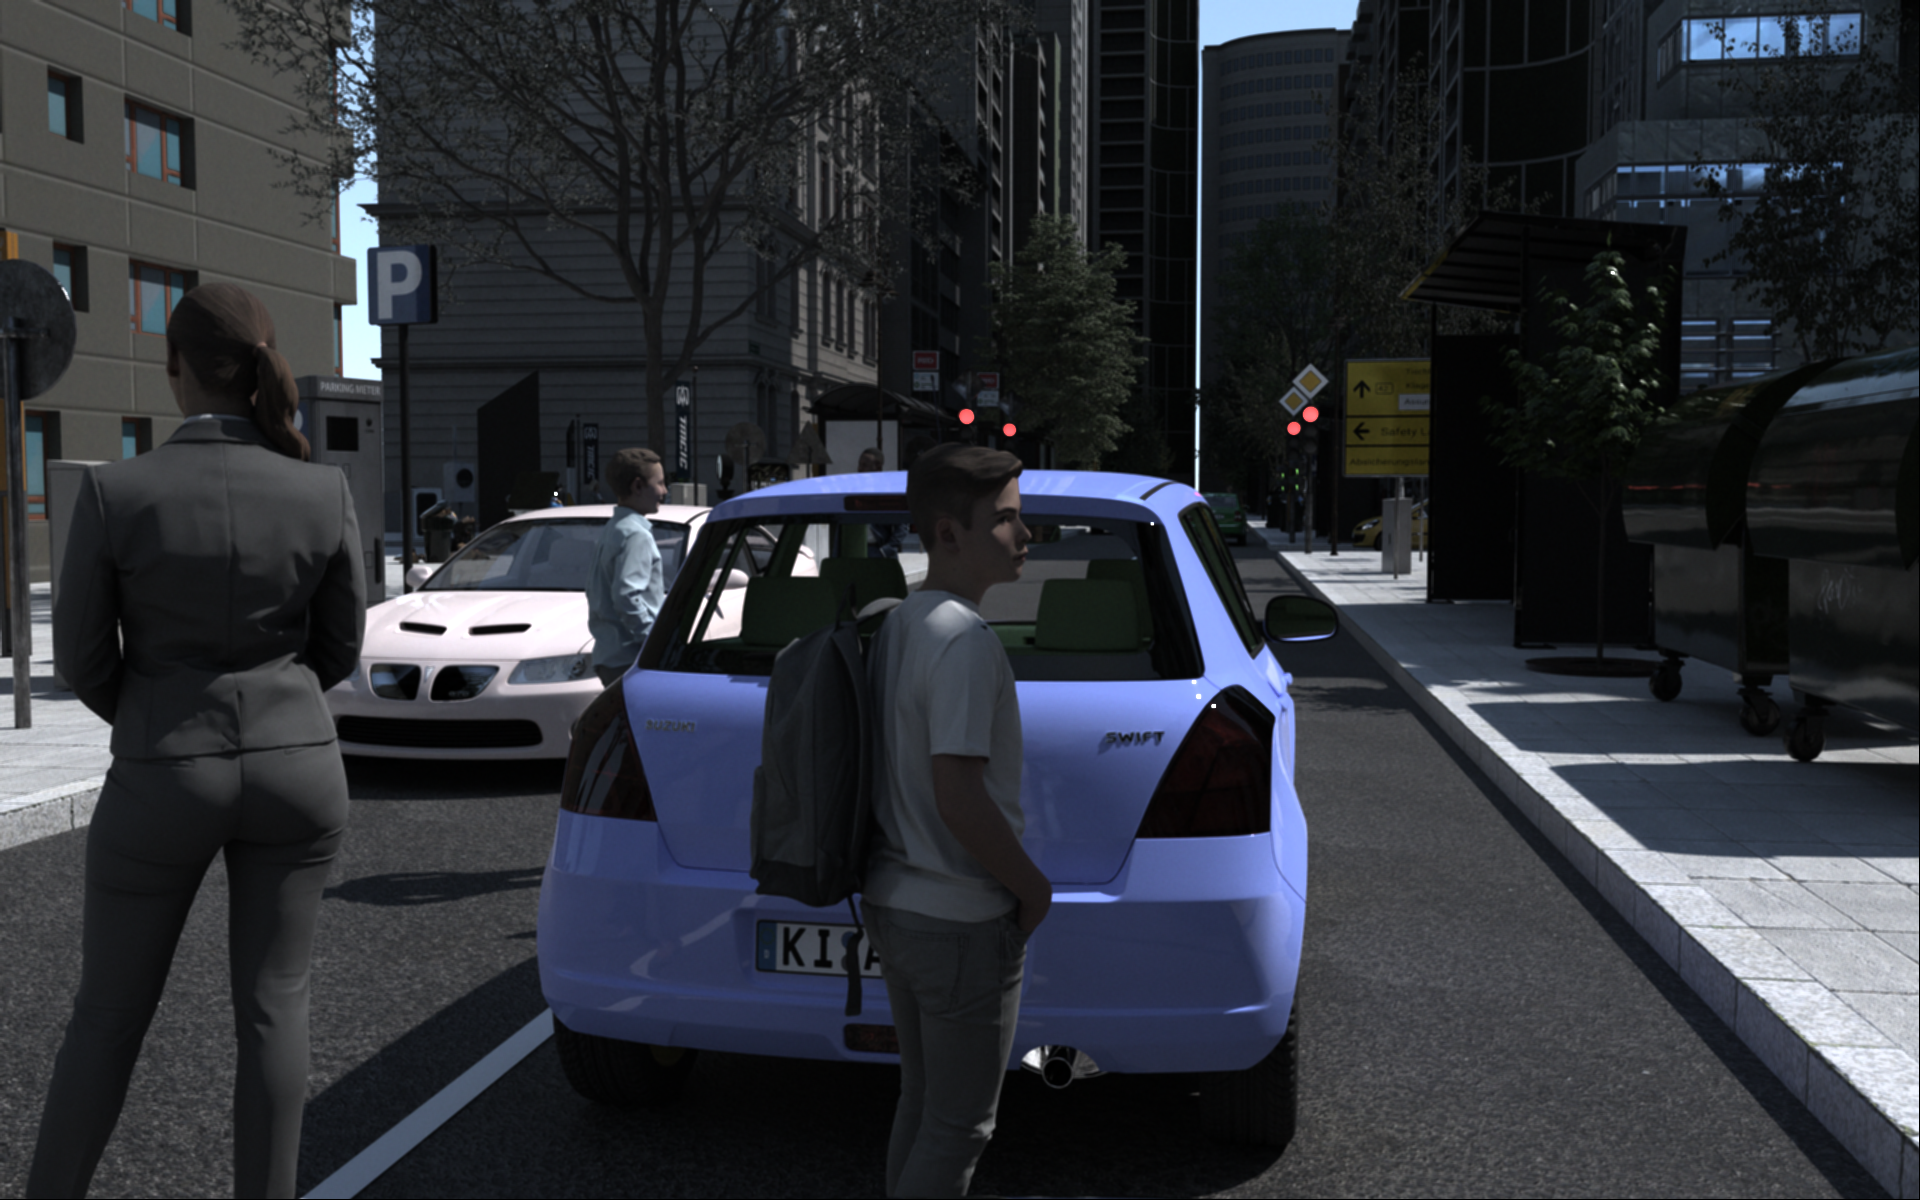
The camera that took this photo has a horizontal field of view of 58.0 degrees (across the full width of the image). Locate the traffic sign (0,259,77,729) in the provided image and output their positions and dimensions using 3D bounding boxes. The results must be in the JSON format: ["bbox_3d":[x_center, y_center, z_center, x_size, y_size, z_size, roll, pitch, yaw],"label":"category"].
[{"bbox_3d":[-5.136,-0.569,9.417,0.768,2.556,0.104,1,4,14],"label":"traffic sign"}]

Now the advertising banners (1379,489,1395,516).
[{"bbox_3d":[12.560,-3.374,51.354,0.090,3.025,2.074,3,5,44],"label":"advertising banners"}]

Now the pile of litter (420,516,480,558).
[{"bbox_3d":[-9.905,-1.231,34.096,1.719,0.858,1.176,3,5,43],"label":"pile of litter"}]

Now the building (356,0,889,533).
[{"bbox_3d":[-11.250,-17.099,66.955,14.401,28.519,23.554,1,4,8],"label":"building"}]

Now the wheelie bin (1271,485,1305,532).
[{"bbox_3d":[11.190,-3.085,58.348,0.980,1.594,0.693,3,4,38],"label":"wheelie bin"}]

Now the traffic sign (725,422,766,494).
[{"bbox_3d":[-3.796,-1.866,30.615,0.768,2.556,0.104,1,4,12],"label":"traffic sign"}]

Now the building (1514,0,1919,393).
[{"bbox_3d":[35.937,-45.644,58.946,31.000,86.520,22.319,1,4,8],"label":"building"}]

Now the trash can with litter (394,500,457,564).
[{"bbox_3d":[-9.902,-1.265,32.076,1.055,1.170,0.624,-2,4,-35],"label":"trash can with litter"}]

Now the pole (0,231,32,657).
[{"bbox_3d":[-7.451,-1.207,13.581,0.158,3.312,0.155,0,3,0],"label":"pole"}]

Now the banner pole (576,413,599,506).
[{"bbox_3d":[-11.604,-3.899,53.764,0.863,3.779,0.401,-2,4,-26],"label":"banner pole"}]

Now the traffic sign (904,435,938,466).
[{"bbox_3d":[-0.835,-2.278,37.355,0.768,2.556,0.104,1,4,13],"label":"traffic sign"}]

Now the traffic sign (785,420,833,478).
[{"bbox_3d":[-2.680,-1.872,30.605,0.884,2.594,0.081,1,4,12],"label":"traffic sign"}]

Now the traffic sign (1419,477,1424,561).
[{"bbox_3d":[8.773,-1.882,32.894,0.606,2.300,0.079,1,4,13],"label":"traffic sign"}]

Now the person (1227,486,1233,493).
[{"bbox_3d":[9.944,-3.350,63.944,0.731,1.740,0.598,3,5,41],"label":"person"}]

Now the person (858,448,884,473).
[{"bbox_3d":[-0.769,-0.320,13.923,0.721,1.800,0.419,1,4,18],"label":"person"}]

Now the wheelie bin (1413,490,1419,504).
[{"bbox_3d":[22.432,-4.782,86.095,0.693,1.594,0.980,1,4,10],"label":"wheelie bin"}]

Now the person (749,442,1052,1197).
[{"bbox_3d":[-0.045,0.509,2.781,0.503,1.515,0.523,3,4,38],"label":"person"}]

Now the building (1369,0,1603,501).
[{"bbox_3d":[40.058,-42.203,128.272,20.563,71.187,20.611,1,4,8],"label":"building"}]

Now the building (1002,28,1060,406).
[{"bbox_3d":[0.999,-28.508,149.694,14.154,41.232,14.086,1,4,8],"label":"building"}]

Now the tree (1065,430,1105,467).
[{"bbox_3d":[7.806,-10.137,116.105,4.360,8.622,3.978,0,3,0],"label":"tree"}]

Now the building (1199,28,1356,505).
[{"bbox_3d":[44.489,-41.366,218.332,28.212,58.520,21.231,1,4,8],"label":"building"}]

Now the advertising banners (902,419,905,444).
[{"bbox_3d":[-2.055,-2.580,38.371,2.074,3.025,0.090,2,4,34],"label":"advertising banners"}]

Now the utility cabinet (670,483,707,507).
[{"bbox_3d":[-5.635,-1.677,36.097,0.318,1.500,1.173,1,4,15],"label":"utility cabinet"}]

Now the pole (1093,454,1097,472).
[{"bbox_3d":[6.096,-5.169,78.355,0.158,3.312,0.155,0,3,0],"label":"pole"}]

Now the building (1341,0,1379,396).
[{"bbox_3d":[45.928,-32.675,153.845,23.786,49.044,30.456,1,4,8],"label":"building"}]

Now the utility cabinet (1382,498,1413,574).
[{"bbox_3d":[7.082,-1.037,28.122,0.306,1.237,1.020,0,4,3],"label":"utility cabinet"}]

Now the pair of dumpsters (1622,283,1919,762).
[{"bbox_3d":[4.610,-0.374,8.607,1.574,2.255,4.437,1,4,8],"label":"pair of dumpsters"}]

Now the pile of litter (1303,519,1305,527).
[{"bbox_3d":[13.183,-3.254,67.168,1.719,0.858,1.176,0,4,1],"label":"pile of litter"}]

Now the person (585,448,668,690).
[{"bbox_3d":[-1.226,0.233,6.505,0.330,1.601,0.589,-1,4,-15],"label":"person"}]

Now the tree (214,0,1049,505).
[{"bbox_3d":[-3.767,-6.806,21.652,12.009,13.543,11.850,0,3,0],"label":"tree"}]

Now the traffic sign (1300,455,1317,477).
[{"bbox_3d":[10.264,-3.102,50.824,0.768,2.556,0.104,1,4,13],"label":"traffic sign"}]

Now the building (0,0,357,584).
[{"bbox_3d":[-28.209,-10.841,22.288,28.899,21.520,27.650,1,4,8],"label":"building"}]

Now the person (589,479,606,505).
[{"bbox_3d":[-8.971,-2.101,43.038,0.526,1.800,0.537,2,4,33],"label":"person"}]

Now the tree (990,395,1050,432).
[{"bbox_3d":[3.570,-9.136,99.738,4.360,8.622,3.978,0,3,0],"label":"tree"}]

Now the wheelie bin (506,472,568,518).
[{"bbox_3d":[-5.948,-1.008,24.396,0.980,1.594,0.693,1,4,17],"label":"wheelie bin"}]

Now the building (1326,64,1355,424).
[{"bbox_3d":[44.951,-32.213,176.798,14.600,45.320,14.200,1,4,8],"label":"building"}]

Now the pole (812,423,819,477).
[{"bbox_3d":[-4.172,-3.442,50.120,0.158,3.312,0.155,0,3,0],"label":"pole"}]

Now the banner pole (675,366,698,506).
[{"bbox_3d":[-5.299,-2.678,33.796,0.401,3.779,0.863,2,4,28],"label":"banner pole"}]

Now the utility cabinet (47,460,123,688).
[{"bbox_3d":[-5.643,-0.190,11.779,0.318,1.500,1.173,1,4,10],"label":"utility cabinet"}]

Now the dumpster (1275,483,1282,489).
[{"bbox_3d":[21.220,-6.820,114.008,1.502,2.255,1.985,1,4,8],"label":"dumpster"}]

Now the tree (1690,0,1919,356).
[{"bbox_3d":[12.272,-4.522,24.301,4.360,8.622,3.978,0,3,0],"label":"tree"}]

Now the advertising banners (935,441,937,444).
[{"bbox_3d":[-1.495,-3.685,56.436,2.074,3.025,0.090,-3,5,-44],"label":"advertising banners"}]

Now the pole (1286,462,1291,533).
[{"bbox_3d":[10.760,-3.837,56.572,0.158,3.312,0.155,0,3,0],"label":"pole"}]

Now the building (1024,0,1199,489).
[{"bbox_3d":[19.830,-47.872,220.957,20.611,71.187,20.563,1,4,8],"label":"building"}]

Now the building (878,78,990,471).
[{"bbox_3d":[-7.297,-16.814,93.977,14.314,24.678,30.058,1,4,8],"label":"building"}]

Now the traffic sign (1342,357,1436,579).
[{"bbox_3d":[6.881,-1.960,25.912,2.265,3.308,0.079,1,4,12],"label":"traffic sign"}]

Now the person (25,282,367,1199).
[{"bbox_3d":[-1.377,0.348,3.085,0.573,1.790,0.520,3,5,40],"label":"person"}]

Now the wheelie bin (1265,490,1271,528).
[{"bbox_3d":[11.895,-3.495,65.055,0.693,1.594,0.980,2,4,34],"label":"wheelie bin"}]

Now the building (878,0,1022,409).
[{"bbox_3d":[2.243,-45.327,179.352,20.611,71.187,20.563,1,4,8],"label":"building"}]
